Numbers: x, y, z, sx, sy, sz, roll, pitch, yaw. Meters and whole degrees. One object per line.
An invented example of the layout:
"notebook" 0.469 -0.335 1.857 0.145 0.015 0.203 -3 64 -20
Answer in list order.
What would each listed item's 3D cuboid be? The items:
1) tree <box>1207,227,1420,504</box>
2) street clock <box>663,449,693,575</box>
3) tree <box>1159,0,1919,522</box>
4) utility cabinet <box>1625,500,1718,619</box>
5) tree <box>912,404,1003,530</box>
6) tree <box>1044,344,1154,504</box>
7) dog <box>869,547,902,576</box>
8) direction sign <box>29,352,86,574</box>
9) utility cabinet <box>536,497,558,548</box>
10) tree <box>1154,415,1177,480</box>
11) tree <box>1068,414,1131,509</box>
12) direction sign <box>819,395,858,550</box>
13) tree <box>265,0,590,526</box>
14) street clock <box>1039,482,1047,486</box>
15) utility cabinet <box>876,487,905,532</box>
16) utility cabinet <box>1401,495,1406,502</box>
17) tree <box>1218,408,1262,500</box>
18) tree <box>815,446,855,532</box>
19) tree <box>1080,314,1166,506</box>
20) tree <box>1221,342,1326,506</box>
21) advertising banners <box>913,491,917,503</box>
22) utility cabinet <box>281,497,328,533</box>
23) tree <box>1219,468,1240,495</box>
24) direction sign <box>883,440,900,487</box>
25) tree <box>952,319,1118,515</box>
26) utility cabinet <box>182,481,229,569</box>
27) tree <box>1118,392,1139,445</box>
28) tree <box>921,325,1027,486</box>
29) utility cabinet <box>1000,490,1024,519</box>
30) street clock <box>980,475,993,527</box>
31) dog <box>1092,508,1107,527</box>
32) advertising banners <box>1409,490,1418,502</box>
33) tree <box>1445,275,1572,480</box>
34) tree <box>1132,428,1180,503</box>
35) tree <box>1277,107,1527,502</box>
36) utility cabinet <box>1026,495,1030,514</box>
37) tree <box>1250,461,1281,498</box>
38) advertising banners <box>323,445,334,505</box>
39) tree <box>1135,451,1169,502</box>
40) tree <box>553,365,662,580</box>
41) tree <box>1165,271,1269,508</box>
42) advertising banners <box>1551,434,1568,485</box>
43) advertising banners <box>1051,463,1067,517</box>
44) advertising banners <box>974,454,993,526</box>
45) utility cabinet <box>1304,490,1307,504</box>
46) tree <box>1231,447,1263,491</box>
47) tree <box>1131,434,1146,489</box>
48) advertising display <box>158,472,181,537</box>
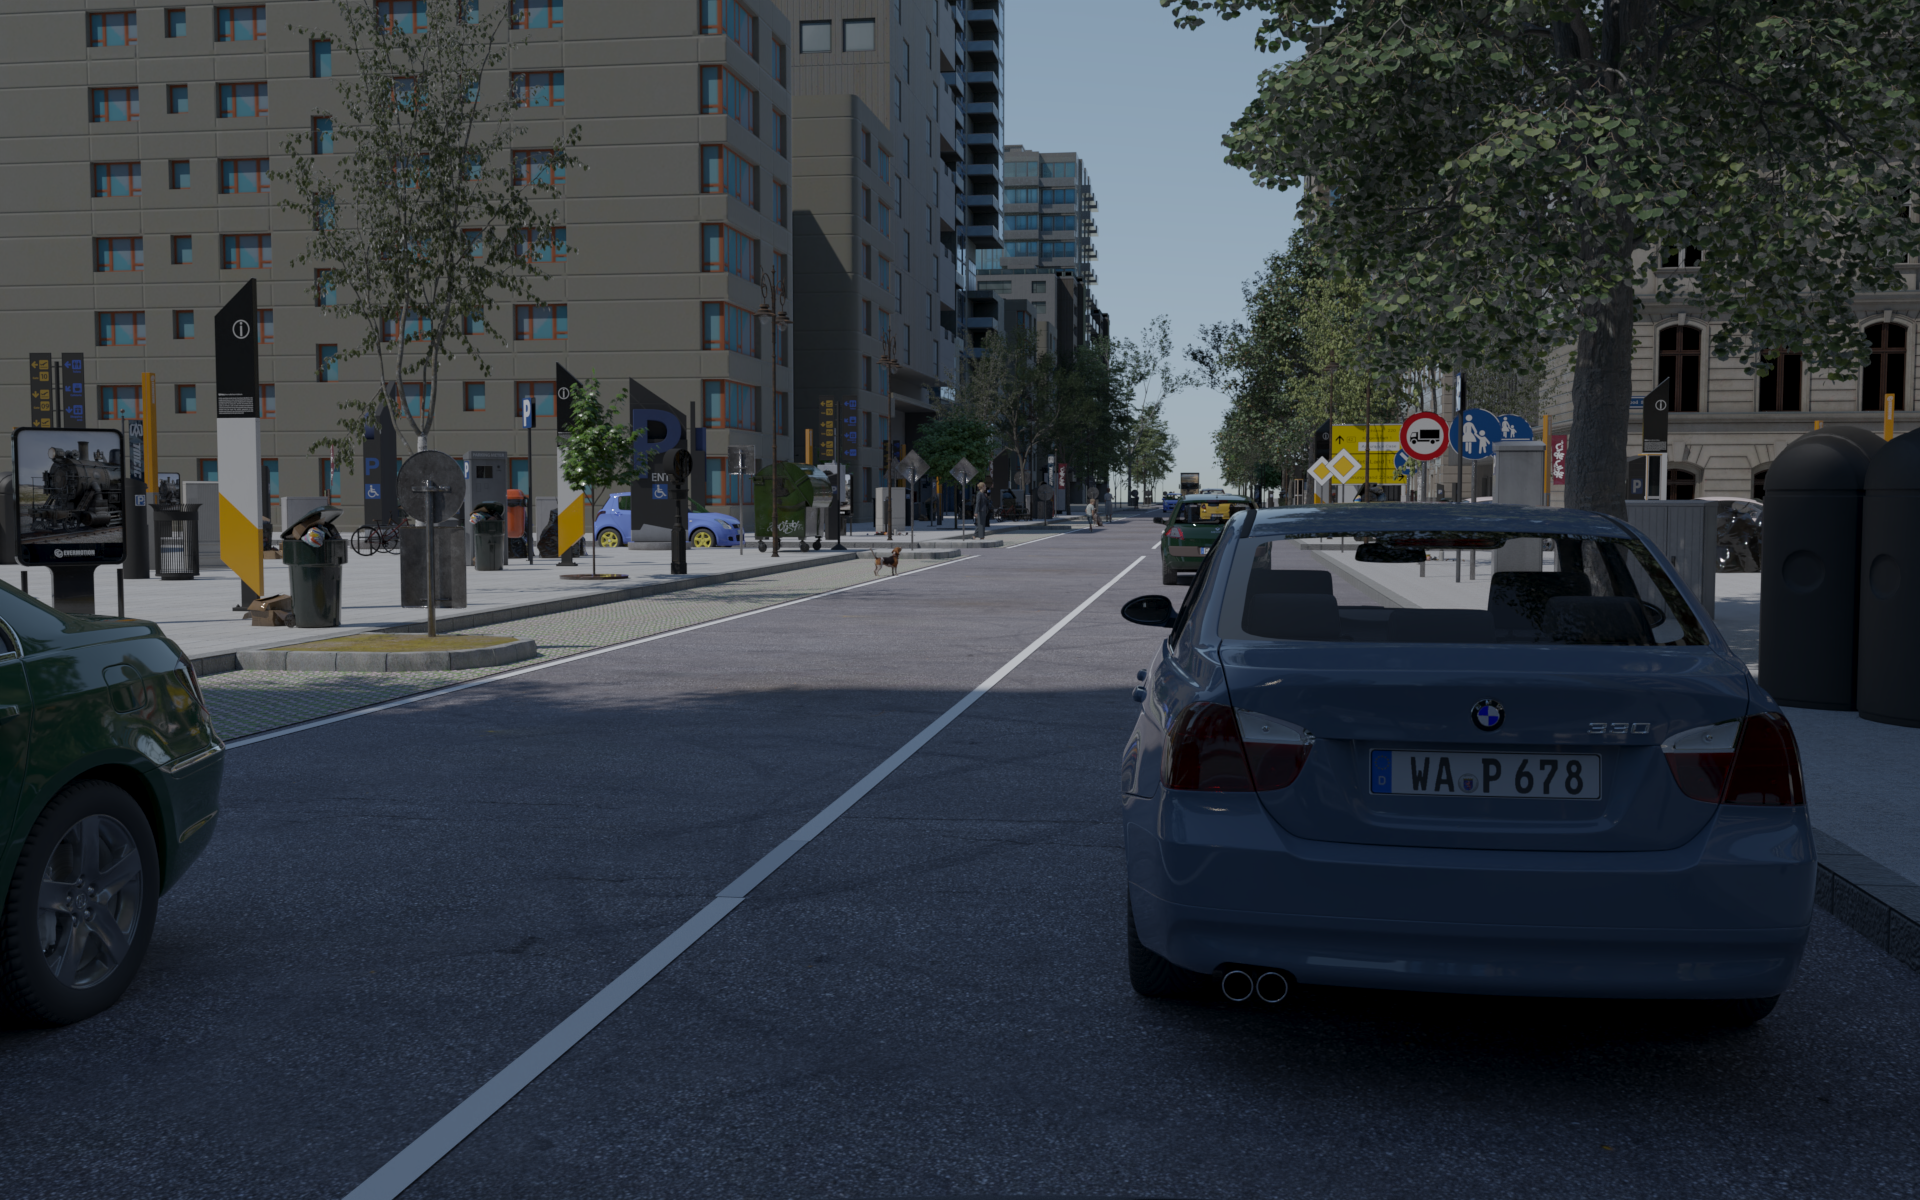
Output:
"tree" 15.069 -9.565 73.401 9.611 12.733 9.660 0 3 0
"street clock" -4.499 -1.413 27.666 0.358 2.002 0.471 2 4 32
"tree" 5.375 -6.589 14.386 9.857 13.997 8.962 0 3 0
"utility cabinet" 7.303 -0.419 18.016 0.306 1.237 1.020 -3 5 -40
"tree" -0.076 -4.847 62.969 4.285 4.588 4.351 0 3 0
"tree" 9.954 -13.055 131.575 7.486 12.596 7.792 0 3 0
"dog" -1.286 -0.666 30.177 0.406 0.507 0.540 1 4 21
"direction sign" -14.450 -2.190 27.802 0.876 3.537 0.379 0 4 3
"utility cabinet" -9.478 -1.818 40.880 1.020 1.237 0.306 -1 4 -15
"tree" 23.677 -18.501 220.622 7.486 12.596 7.792 0 3 0
"tree" 10.777 -11.591 139.882 4.737 8.622 4.395 0 3 0
"direction sign" -2.786 -2.921 39.756 0.876 3.537 0.379 0 4 3
"tree" -6.874 -4.388 22.105 4.360 8.622 3.978 0 3 0
"street clock" 4.787 -5.827 99.837 0.471 2.002 0.358 -2 4 -26
"utility cabinet" -2.328 -3.009 57.872 0.318 1.500 1.173 3 4 38
"utility cabinet" 21.085 -4.342 82.159 0.306 1.237 1.020 -2 4 -27
"tree" 31.493 -15.864 185.128 9.928 11.665 9.643 0 3 0
"tree" -4.600 -3.965 59.433 1.663 3.219 1.824 0 3 0
"tree" 19.083 -19.936 181.835 12.611 20.169 13.585 0 3 0
"tree" 19.407 -10.420 104.784 8.767 10.594 7.601 3 4 37
"advertising banners" -2.459 -5.800 91.025 2.074 3.025 0.090 1 4 18
"utility cabinet" -15.475 -1.820 40.913 0.306 1.237 1.020 3 5 42
"tree" 43.986 -21.530 270.140 7.486 12.596 7.792 0 3 0
"direction sign" -2.871 -4.937 72.717 0.876 3.537 0.379 -3 5 -41
"tree" 3.492 -9.602 91.405 8.767 10.594 7.601 1 4 10
"utility cabinet" -12.621 -1.281 29.622 1.173 1.500 0.318 -2 4 -35
"tree" 6.615 -10.445 105.186 8.767 10.594 7.601 0 4 -2
"tree" 0.767 -7.631 75.135 4.360 8.622 3.978 0 3 0
"utility cabinet" 2.660 -4.885 88.540 1.173 1.500 0.318 0 4 1
"street clock" 1.034 -3.836 67.284 0.471 2.002 0.358 -3 5 -40
"dog" 6.162 -3.631 76.207 0.800 0.831 0.513 0 4 4
"advertising banners" 16.692 -4.142 63.909 0.090 3.025 2.074 2 4 26
"tree" 17.197 -6.393 54.881 4.360 8.622 3.978 0 3 0
"tree" 29.346 -20.649 263.368 9.928 11.665 9.643 0 3 0
"tree" 8.122 -4.944 31.190 4.737 8.622 4.395 0 3 0
"utility cabinet" 4.061 -5.137 95.153 1.020 1.237 0.306 -2 4 -25
"tree" 23.523 -8.987 130.643 4.285 4.588 4.351 0 3 0
"advertising banners" -20.574 -3.687 56.465 0.090 3.025 2.074 -2 4 -27
"tree" 30.655 -19.594 270.718 4.360 8.622 3.978 0 3 0
"tree" -5.557 -1.924 26.065 1.663 3.219 1.824 0 3 0
"tree" 25.076 -17.978 149.832 12.611 20.169 13.585 0 3 0
"advertising banners" 18.209 -3.325 50.544 2.074 3.025 0.090 3 4 38
"advertising banners" 5.066 -6.234 98.112 2.074 3.025 0.090 -1 4 -9
"advertising banners" 1.004 -4.559 70.727 0.090 3.025 2.074 2 4 24
"utility cabinet" 19.750 -5.427 97.408 0.318 1.500 1.173 3 4 37
"tree" 23.955 -11.612 140.222 4.360 8.622 3.978 0 3 0
"tree" 13.829 -12.325 151.880 4.737 8.622 4.395 0 3 0
"advertising display" -23.584 -2.822 51.361 0.123 1.923 0.974 2 4 33
